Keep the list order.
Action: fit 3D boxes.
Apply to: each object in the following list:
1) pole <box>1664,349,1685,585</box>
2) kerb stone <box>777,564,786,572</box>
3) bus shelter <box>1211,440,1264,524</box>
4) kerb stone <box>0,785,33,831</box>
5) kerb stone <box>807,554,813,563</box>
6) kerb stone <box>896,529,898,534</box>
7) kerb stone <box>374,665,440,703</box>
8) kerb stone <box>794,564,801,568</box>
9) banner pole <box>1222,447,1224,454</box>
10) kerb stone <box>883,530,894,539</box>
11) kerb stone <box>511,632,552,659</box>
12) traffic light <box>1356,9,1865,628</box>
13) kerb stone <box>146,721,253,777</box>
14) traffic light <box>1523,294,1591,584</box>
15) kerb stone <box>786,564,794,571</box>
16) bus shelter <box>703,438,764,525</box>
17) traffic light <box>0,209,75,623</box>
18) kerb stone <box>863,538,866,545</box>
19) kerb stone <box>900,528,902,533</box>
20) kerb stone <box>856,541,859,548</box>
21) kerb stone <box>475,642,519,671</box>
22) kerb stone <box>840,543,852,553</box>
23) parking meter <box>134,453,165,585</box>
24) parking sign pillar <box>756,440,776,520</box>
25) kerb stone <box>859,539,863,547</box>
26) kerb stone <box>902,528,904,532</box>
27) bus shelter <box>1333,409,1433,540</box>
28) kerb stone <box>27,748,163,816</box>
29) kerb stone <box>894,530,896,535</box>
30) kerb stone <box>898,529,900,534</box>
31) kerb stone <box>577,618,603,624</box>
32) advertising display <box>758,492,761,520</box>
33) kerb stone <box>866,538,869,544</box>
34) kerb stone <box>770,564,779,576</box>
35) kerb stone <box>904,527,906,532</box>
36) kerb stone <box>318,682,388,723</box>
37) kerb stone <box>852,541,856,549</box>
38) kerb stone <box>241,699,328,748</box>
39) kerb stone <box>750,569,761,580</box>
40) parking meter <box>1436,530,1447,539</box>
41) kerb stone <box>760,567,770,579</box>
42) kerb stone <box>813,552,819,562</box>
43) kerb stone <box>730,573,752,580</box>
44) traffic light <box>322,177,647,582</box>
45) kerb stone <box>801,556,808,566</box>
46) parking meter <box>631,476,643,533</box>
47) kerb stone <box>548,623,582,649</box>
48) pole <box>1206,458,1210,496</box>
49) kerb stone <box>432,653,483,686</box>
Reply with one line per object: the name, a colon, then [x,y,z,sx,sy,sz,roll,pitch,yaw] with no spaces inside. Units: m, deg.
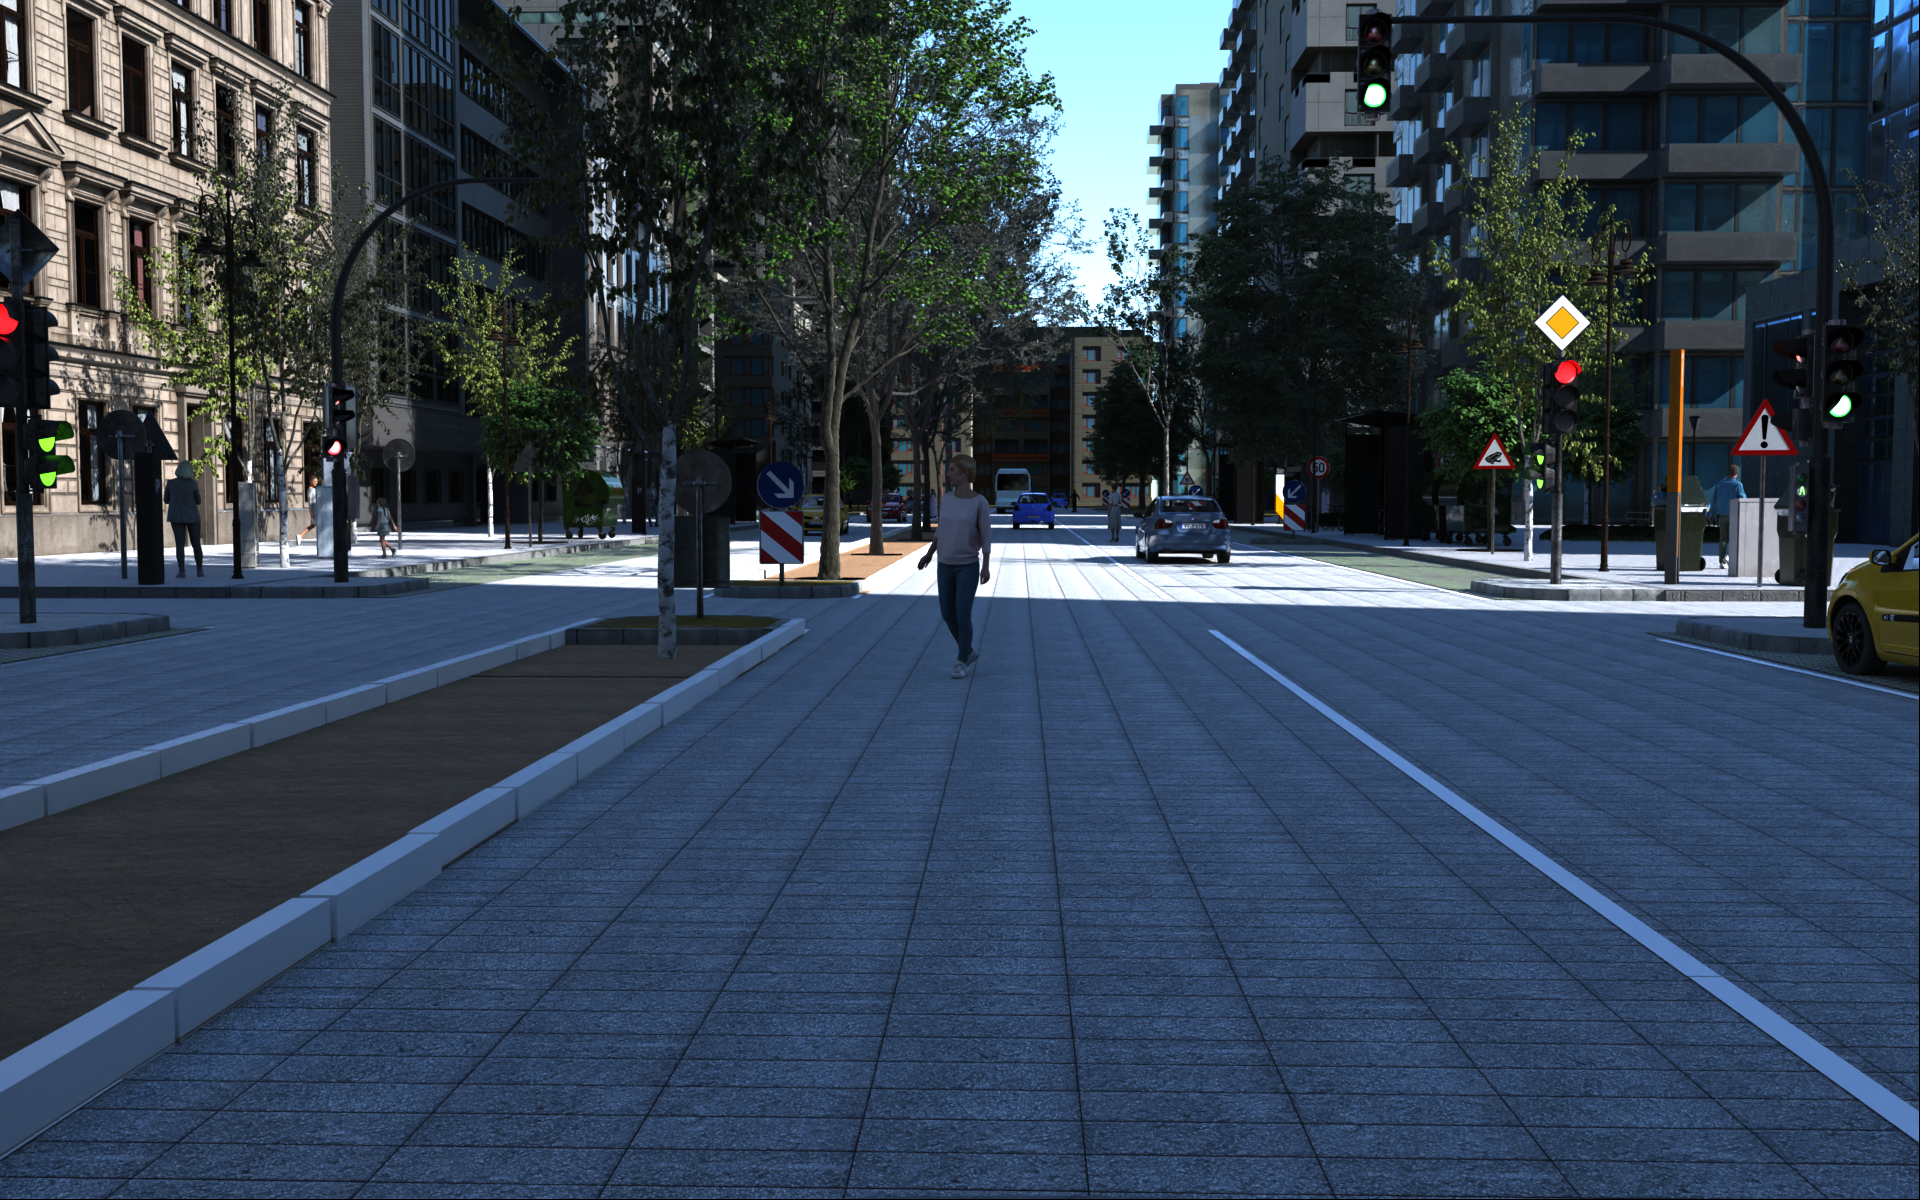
pole: [10.121,-1.877,24.530,0.158,3.312,0.155,0,3,0]
kerb stone: [-3.303,-0.552,31.226,0.120,0.150,1.000,0,4,2]
bus shelter: [12.458,-5.289,77.765,1.731,3.624,6.357,0,4,2]
kerb stone: [-4.114,0.923,7.135,0.120,0.150,1.000,0,4,2]
kerb stone: [-3.170,-0.804,35.349,0.120,0.150,1.000,0,4,2]
kerb stone: [-2.327,-2.310,59.966,0.120,0.150,1.000,0,4,2]
kerb stone: [-3.934,0.607,12.276,0.120,0.150,1.000,0,4,2]
kerb stone: [-3.234,-0.678,33.287,0.120,0.150,1.000,0,4,2]
banner pole: [12.419,-5.618,81.865,0.401,3.779,0.863,0,4,5]
kerb stone: [-2.400,-2.184,57.910,0.120,0.150,1.000,0,4,2]
kerb stone: [-3.836,0.419,15.345,0.120,0.150,1.000,0,4,2]
traffic light: [6.097,-2.557,16.483,4.771,5.953,1.251,0,4,2]
kerb stone: [-4.046,0.796,9.183,0.120,0.150,1.000,0,4,2]
traffic light: [8.459,-2.178,24.535,0.839,4.253,0.868,0,4,2]
kerb stone: [-3.264,-0.613,32.253,0.120,0.150,1.000,0,4,2]
bus shelter: [-9.822,-5.147,75.432,1.731,3.624,6.357,0,4,2]
traffic light: [-9.261,-1.725,17.123,0.839,4.253,0.868,0,4,2]
kerb stone: [-2.747,-1.553,47.641,0.120,0.150,1.000,0,4,2]
kerb stone: [-2.271,-2.435,62.013,0.120,0.150,1.000,0,4,2]
kerb stone: [-2.820,-1.431,45.597,0.120,0.150,1.000,0,4,2]
kerb stone: [-3.875,0.486,14.319,0.120,0.150,1.000,0,4,2]
kerb stone: [-2.881,-1.302,43.545,0.120,0.150,1.000,0,4,2]
parking meter: [-11.498,-1.154,24.579,0.255,1.863,0.399,0,4,-6]
parking sign pillar: [-9.874,-5.998,86.535,1.447,3.967,1.447,-2,4,-27]
kerb stone: [-2.784,-1.494,46.619,0.120,0.150,1.000,0,4,2]
kerb stone: [-2.238,-2.498,63.046,0.120,0.150,1.000,0,4,2]
bus shelter: [12.434,-3.663,51.168,1.731,3.624,6.357,0,4,2]
kerb stone: [-4.075,0.859,8.156,0.120,0.150,1.000,0,4,2]
kerb stone: [-2.369,-2.245,58.941,0.120,0.150,1.000,0,4,2]
kerb stone: [-2.302,-2.373,60.990,0.120,0.150,1.000,0,4,2]
kerb stone: [-3.762,0.293,17.402,0.120,0.150,1.000,0,4,2]
advertising display: [-9.757,-4.839,84.335,0.123,1.923,0.974,-1,4,-10]
kerb stone: [-2.719,-1.619,48.674,0.120,0.150,1.000,0,4,2]
kerb stone: [-3.333,-0.487,30.205,0.120,0.150,1.000,0,4,2]
kerb stone: [-2.194,-2.561,64.067,0.120,0.150,1.000,0,4,2]
kerb stone: [-3.971,0.675,11.242,0.120,0.150,1.000,0,4,2]
kerb stone: [-2.848,-1.367,44.575,0.120,0.150,1.000,0,4,2]
kerb stone: [-4.001,0.733,10.212,0.120,0.150,1.000,0,4,2]
kerb stone: [-3.405,-0.359,28.152,0.120,0.150,1.000,0,4,2]
parking meter: [13.708,-2.650,49.034,0.399,1.863,0.255,0,4,-3]
kerb stone: [-3.368,-0.427,29.182,0.120,0.150,1.000,0,4,2]
kerb stone: [-3.124,-0.867,36.371,0.120,0.150,1.000,0,4,2]
kerb stone: [-3.437,-0.301,27.118,0.120,0.150,1.000,0,4,2]
traffic light: [-6.900,-3.083,25.068,4.771,5.953,1.251,0,4,2]
kerb stone: [-3.193,-0.740,34.325,0.120,0.150,1.000,0,4,2]
parking meter: [-10.546,-3.125,56.801,0.399,1.863,0.255,-3,4,-36]
kerb stone: [-3.789,0.358,16.379,0.120,0.150,1.000,0,4,2]
pole: [13.954,-6.347,97.610,0.158,3.312,0.155,0,3,0]
kerb stone: [-3.901,0.544,13.297,0.120,0.150,1.000,0,4,2]
